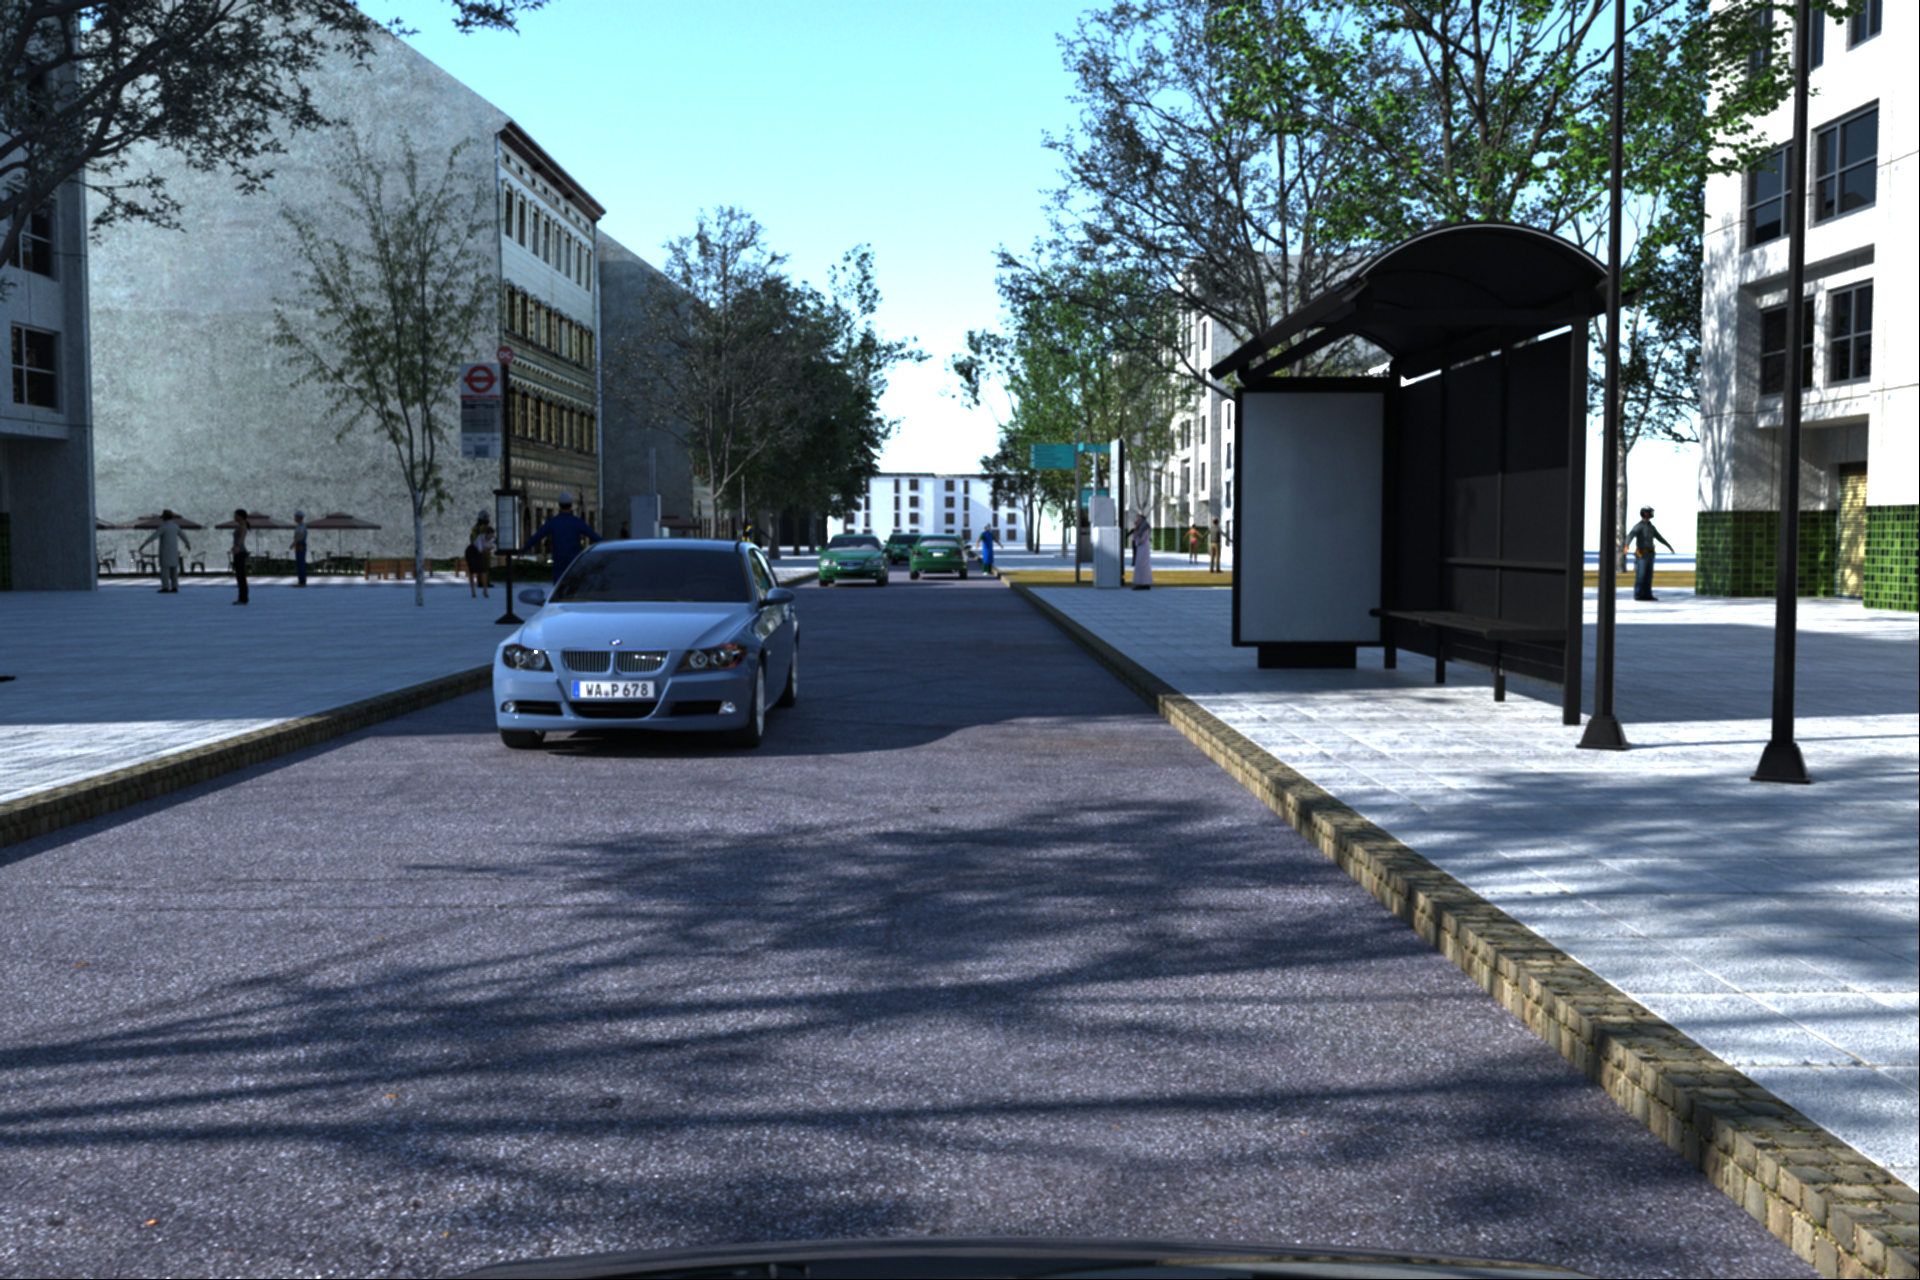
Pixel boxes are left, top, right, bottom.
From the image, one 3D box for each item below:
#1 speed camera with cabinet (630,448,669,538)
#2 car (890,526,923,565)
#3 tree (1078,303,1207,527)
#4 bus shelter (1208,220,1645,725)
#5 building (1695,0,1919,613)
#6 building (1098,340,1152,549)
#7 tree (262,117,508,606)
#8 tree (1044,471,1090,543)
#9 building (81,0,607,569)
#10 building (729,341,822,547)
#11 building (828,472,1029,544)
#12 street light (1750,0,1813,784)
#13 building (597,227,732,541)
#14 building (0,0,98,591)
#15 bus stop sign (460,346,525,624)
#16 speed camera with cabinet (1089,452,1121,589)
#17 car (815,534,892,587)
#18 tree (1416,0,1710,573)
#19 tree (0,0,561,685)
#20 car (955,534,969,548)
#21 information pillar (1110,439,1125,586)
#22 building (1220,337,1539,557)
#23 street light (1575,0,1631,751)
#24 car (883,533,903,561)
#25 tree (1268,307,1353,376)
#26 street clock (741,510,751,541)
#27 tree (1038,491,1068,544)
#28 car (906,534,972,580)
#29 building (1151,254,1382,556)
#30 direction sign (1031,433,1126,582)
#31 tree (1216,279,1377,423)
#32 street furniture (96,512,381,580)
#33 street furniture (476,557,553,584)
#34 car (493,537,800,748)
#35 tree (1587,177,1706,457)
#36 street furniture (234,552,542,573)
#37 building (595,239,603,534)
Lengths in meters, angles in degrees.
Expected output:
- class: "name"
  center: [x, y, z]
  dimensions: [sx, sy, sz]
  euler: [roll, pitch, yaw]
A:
- class: "speed camera with cabinet"
  center: [-7.237, -2.819, 40.419]
  dimensions: [0.660, 3.252, 2.038]
  euler: [0, 4, -1]
- class: "car"
  center: [-2.309, -4.447, 81.503]
  dimensions: [1.959, 1.807, 4.718]
  euler: [0, 4, 0]
- class: "tree"
  center: [5.810, -6.389, 54.821]
  dimensions: [4.360, 8.622, 3.978]
  euler: [0, 3, 0]
- class: "bus shelter"
  center: [3.394, -1.227, 13.978]
  dimensions: [2.014, 3.302, 5.546]
  euler: [0, 3, 0]
- class: "building"
  center: [24.031, -9.419, 20.465]
  dimensions: [16.747, 18.905, 31.486]
  euler: [0, 4, 0]
- class: "building"
  center: [22.902, -18.297, 165.606]
  dimensions: [16.747, 18.905, 31.486]
  euler: [0, 4, 0]
- class: "tree"
  center: [-9.479, -4.922, 30.835]
  dimensions: [4.360, 8.622, 3.978]
  euler: [0, 3, 0]
- class: "tree"
  center: [15.047, -19.178, 239.313]
  dimensions: [9.928, 11.665, 9.643]
  euler: [0, 3, 0]
- class: "building"
  center: [-26.130, -14.743, 71.985]
  dimensions: [19.493, 23.208, 18.063]
  euler: [0, 4, -1]
- class: "building"
  center: [-29.826, -21.029, 187.793]
  dimensions: [27.936, 21.610, 32.646]
  euler: [0, 4, -1]
- class: "building"
  center: [-4.149, -17.828, 236.098]
  dimensions: [28.070, 9.664, 9.099]
  euler: [-1, 4, -9]
- class: "street light"
  center: [4.834, -2.222, 8.867]
  dimensions: [1.470, 5.913, 1.316]
  euler: [0, 4, 0]
- class: "building"
  center: [-26.481, -17.691, 120.172]
  dimensions: [19.493, 23.208, 18.063]
  euler: [0, 4, 0]
- class: "building"
  center: [-27.828, -9.580, 23.090]
  dimensions: [16.747, 18.905, 31.486]
  euler: [0, 4, -1]
- class: "bus stop sign"
  center: [-6.670, -2.201, 24.694]
  dimensions: [0.855, 3.939, 0.416]
  euler: [0, 4, 1]
- class: "speed camera with cabinet"
  center: [3.477, -2.877, 41.369]
  dimensions: [0.660, 3.252, 2.038]
  euler: [0, 3, 0]
- class: "car"
  center: [-2.965, -2.260, 48.746]
  dimensions: [2.131, 1.459, 4.920]
  euler: [0, 4, -1]
- class: "tree"
  center: [20.966, -12.209, 55.514]
  dimensions: [12.611, 20.169, 13.585]
  euler: [0, 3, 0]
- class: "tree"
  center: [-8.626, -6.367, 14.463]
  dimensions: [12.009, 13.543, 11.850]
  euler: [0, 3, 0]
- class: "car"
  center: [-0.617, -4.670, 88.160]
  dimensions: [2.131, 1.459, 4.920]
  euler: [0, 3, 0]
- class: "information pillar"
  center: [3.945, -3.187, 43.429]
  dimensions: [0.184, 3.620, 1.656]
  euler: [0, 4, -2]
- class: "building"
  center: [19.879, -8.903, 87.718]
  dimensions: [9.099, 9.664, 28.070]
  euler: [0, 4, 0]
- class: "street light"
  center: [4.411, -2.305, 10.236]
  dimensions: [1.470, 5.913, 1.316]
  euler: [0, 4, -1]
- class: "car"
  center: [-3.128, -5.176, 93.431]
  dimensions: [1.959, 1.807, 4.718]
  euler: [0, 3, 0]
- class: "tree"
  center: [11.058, -6.448, 55.788]
  dimensions: [4.737, 8.622, 4.395]
  euler: [0, 3, 0]
- class: "street clock"
  center: [-6.527, -2.945, 52.713]
  dimensions: [0.358, 2.002, 0.471]
  euler: [0, 4, 1]
- class: "tree"
  center: [13.059, -17.225, 231.986]
  dimensions: [4.360, 8.622, 3.978]
  euler: [0, 3, 0]
- class: "car"
  center: [-0.674, -2.689, 55.760]
  dimensions: [2.131, 1.459, 4.920]
  euler: [0, 4, 0]
- class: "building"
  center: [23.194, -15.387, 118.042]
  dimensions: [16.747, 18.905, 31.486]
  euler: [0, 3, 0]
- class: "direction sign"
  center: [3.149, -3.459, 45.311]
  dimensions: [2.525, 3.948, 1.411]
  euler: [0, 4, -2]
- class: "tree"
  center: [9.155, -5.999, 48.452]
  dimensions: [4.737, 8.622, 4.395]
  euler: [0, 3, 0]
- class: "street furniture"
  center: [-31.380, -2.644, 48.265]
  dimensions: [27.439, 1.986, 14.083]
  euler: [0, 4, -4]
- class: "street furniture"
  center: [-9.881, -1.976, 47.927]
  dimensions: [5.734, 0.657, 10.072]
  euler: [0, 4, 2]
- class: "car"
  center: [-2.216, -0.070, 13.144]
  dimensions: [2.014, 1.417, 4.499]
  euler: [0, 4, -1]
- class: "tree"
  center: [19.082, -6.694, 43.853]
  dimensions: [7.601, 10.594, 8.767]
  euler: [1, 4, 8]
- class: "street furniture"
  center: [-19.267, -2.679, 59.421]
  dimensions: [10.072, 0.657, 5.734]
  euler: [0, 4, -7]
- class: "building"
  center: [-27.644, -14.746, 97.521]
  dimensions: [16.016, 20.090, 11.380]
  euler: [0, 4, -1]
